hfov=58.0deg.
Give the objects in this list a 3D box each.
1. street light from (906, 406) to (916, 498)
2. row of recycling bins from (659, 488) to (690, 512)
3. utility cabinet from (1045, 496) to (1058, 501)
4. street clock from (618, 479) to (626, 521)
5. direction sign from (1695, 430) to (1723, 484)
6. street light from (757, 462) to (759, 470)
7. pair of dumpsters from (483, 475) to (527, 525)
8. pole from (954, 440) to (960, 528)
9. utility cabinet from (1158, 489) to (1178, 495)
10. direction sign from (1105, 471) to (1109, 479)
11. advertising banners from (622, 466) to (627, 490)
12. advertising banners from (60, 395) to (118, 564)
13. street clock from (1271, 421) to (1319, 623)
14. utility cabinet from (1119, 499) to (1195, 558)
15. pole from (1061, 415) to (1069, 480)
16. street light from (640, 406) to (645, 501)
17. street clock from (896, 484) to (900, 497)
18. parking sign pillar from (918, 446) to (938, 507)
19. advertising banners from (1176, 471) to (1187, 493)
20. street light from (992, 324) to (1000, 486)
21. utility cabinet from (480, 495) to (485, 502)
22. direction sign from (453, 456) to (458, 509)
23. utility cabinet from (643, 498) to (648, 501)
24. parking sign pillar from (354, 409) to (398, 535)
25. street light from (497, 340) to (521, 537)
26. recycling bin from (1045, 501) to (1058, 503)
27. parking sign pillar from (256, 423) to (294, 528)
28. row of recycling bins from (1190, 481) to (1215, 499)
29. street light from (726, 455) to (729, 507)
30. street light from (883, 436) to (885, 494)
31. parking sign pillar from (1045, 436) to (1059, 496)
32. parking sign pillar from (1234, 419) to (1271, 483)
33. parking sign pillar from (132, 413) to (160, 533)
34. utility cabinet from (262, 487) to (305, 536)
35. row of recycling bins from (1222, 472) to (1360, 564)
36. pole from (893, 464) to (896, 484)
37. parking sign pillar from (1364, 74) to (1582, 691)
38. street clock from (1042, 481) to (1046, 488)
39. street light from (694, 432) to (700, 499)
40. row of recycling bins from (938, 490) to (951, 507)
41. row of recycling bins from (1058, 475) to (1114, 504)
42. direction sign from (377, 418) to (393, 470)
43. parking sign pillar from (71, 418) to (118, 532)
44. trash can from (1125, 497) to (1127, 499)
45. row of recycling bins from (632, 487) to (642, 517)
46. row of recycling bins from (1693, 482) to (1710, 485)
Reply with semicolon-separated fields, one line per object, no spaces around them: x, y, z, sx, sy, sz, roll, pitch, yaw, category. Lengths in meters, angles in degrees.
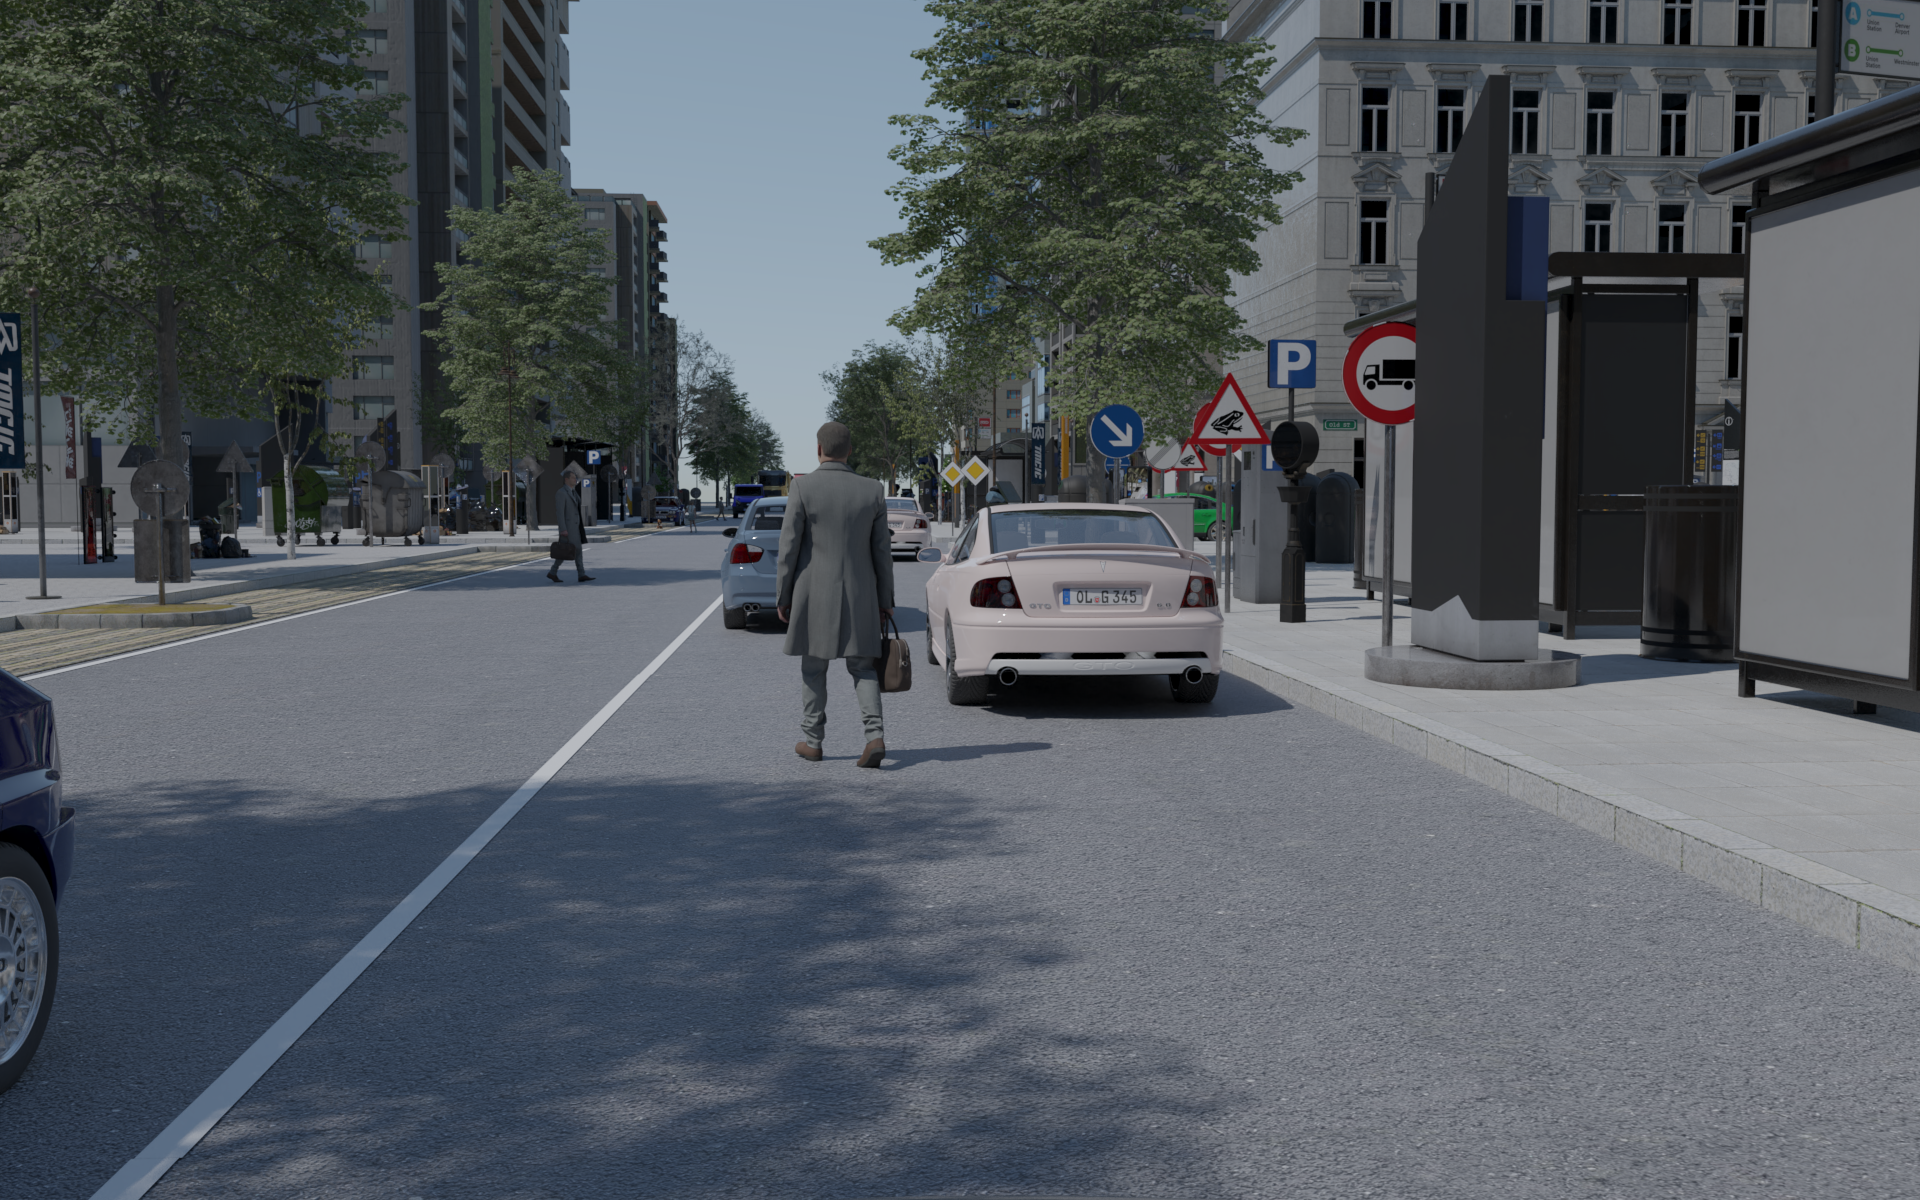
-2.499;-7.042;87.918;0.468;5.910;1.993;0;4;-4;street light
-20.212;-7.038;122.187;1.069;1.692;3.534;1;4;21;row of recycling bins
3.592;-3.475;67.976;0.306;1.237;1.020;3;4;38;utility cabinet
-15.892;-4.700;81.420;0.358;2.002;0.471;0;4;3;street clock
26.330;-4.218;60.963;0.876;3.537;0.379;1;4;18;direction sign
-28.978;-16.910;249.270;0.468;5.910;1.993;0;4;-4;street light
-18.982;-4.308;72.924;1.574;2.255;4.437;0;4;-5;pair of dumpsters
-0.115;-4.382;65.490;0.158;3.312;0.155;0;3;0;pole
9.720;-4.425;81.034;0.318;1.500;1.173;3;5;43;utility cabinet
8.674;-6.864;104.221;0.379;3.537;0.876;3;5;42;direction sign
-20.312;-6.870;108.512;2.074;3.025;0.090;2;4;25;advertising banners
-15.975;-2.176;31.760;0.090;3.025;2.074;0;4;-3;advertising banners
3.328;-0.776;17.258;0.358;2.002;0.471;-2;4;-31;street clock
2.752;-0.803;24.291;1.020;1.237;0.306;-1;4;-13;utility cabinet
2.645;-3.043;43.591;0.158;3.312;0.155;0;3;0;pole
-16.579;-7.188;90.308;0.468;5.910;1.993;0;4;-4;street light
-4.412;-7.093;120.544;0.471;2.002;0.358;1;4;13;street clock
-1.659;-6.253;90.701;1.447;3.967;1.447;-2;4;-34;parking sign pillar
8.884;-4.276;66.092;2.074;3.025;0.090;1;4;18;advertising banners
0.881;-4.374;44.308;0.468;5.910;1.993;0;4;-4;street light
-31.554;-6.285;113.928;0.306;1.237;1.020;-2;4;-32;utility cabinet
-29.007;-6.588;99.703;0.379;3.537;0.876;0;4;-3;direction sign
-17.076;-5.253;94.570;0.318;1.500;1.173;0;4;3;utility cabinet
-18.265;-4.036;54.463;1.447;3.967;1.447;1;4;20;parking sign pillar
-13.512;-4.849;52.061;0.468;5.910;1.993;0;4;-4;street light
2.975;-2.988;61.401;0.722;1.027;0.722;3;4;36;recycling bin
-26.011;-4.730;65.802;1.447;3.967;1.447;3;5;42;parking sign pillar
8.935;-2.914;54.758;3.534;1.692;1.069;0;4;-4;row of recycling bins
-22.520;-11.861;166.720;0.468;5.910;1.993;0;4;-4;street light
-5.531;-9.381;126.168;0.468;5.910;1.993;0;4;-4;street light
4.207;-5.683;81.382;1.447;3.967;1.447;-1;4;-23;parking sign pillar
10.621;-4.550;62.865;1.447;3.967;1.447;1;4;15;parking sign pillar
-27.014;-4.256;58.052;1.447;3.967;1.447;-2;4;-30;parking sign pillar
-20.541;-2.686;52.593;1.173;1.500;0.318;-3;4;-36;utility cabinet
6.418;-1.605;33.357;1.069;1.692;3.534;-2;4;-25;row of recycling bins
-4.528;-7.668;119.222;0.158;3.312;0.155;0;3;0;pole
3.543;-1.432;11.891;1.447;3.967;1.447;0;4;-5;parking sign pillar
3.683;-4.531;78.650;0.358;2.002;0.471;2;4;32;street clock
-19.480;-9.505;128.198;0.468;5.910;1.993;0;4;-4;street light
-1.145;-6.858;119.233;1.069;1.692;3.534;-1;4;-18;row of recycling bins
2.879;-1.934;38.740;1.069;1.692;3.534;1;4;13;row of recycling bins
-17.134;-3.651;51.693;0.379;3.537;0.876;1;4;10;direction sign
-29.830;-4.348;59.554;1.447;3.967;1.447;-2;4;-32;parking sign pillar
8.373;-4.797;90.090;0.748;1.137;0.748;0;3;0;trash can
-18.533;-5.672;99.853;1.069;1.692;3.534;0;4;-4;row of recycling bins
24.188;-3.126;58.219;3.534;1.692;1.069;-3;4;-37;row of recycling bins
